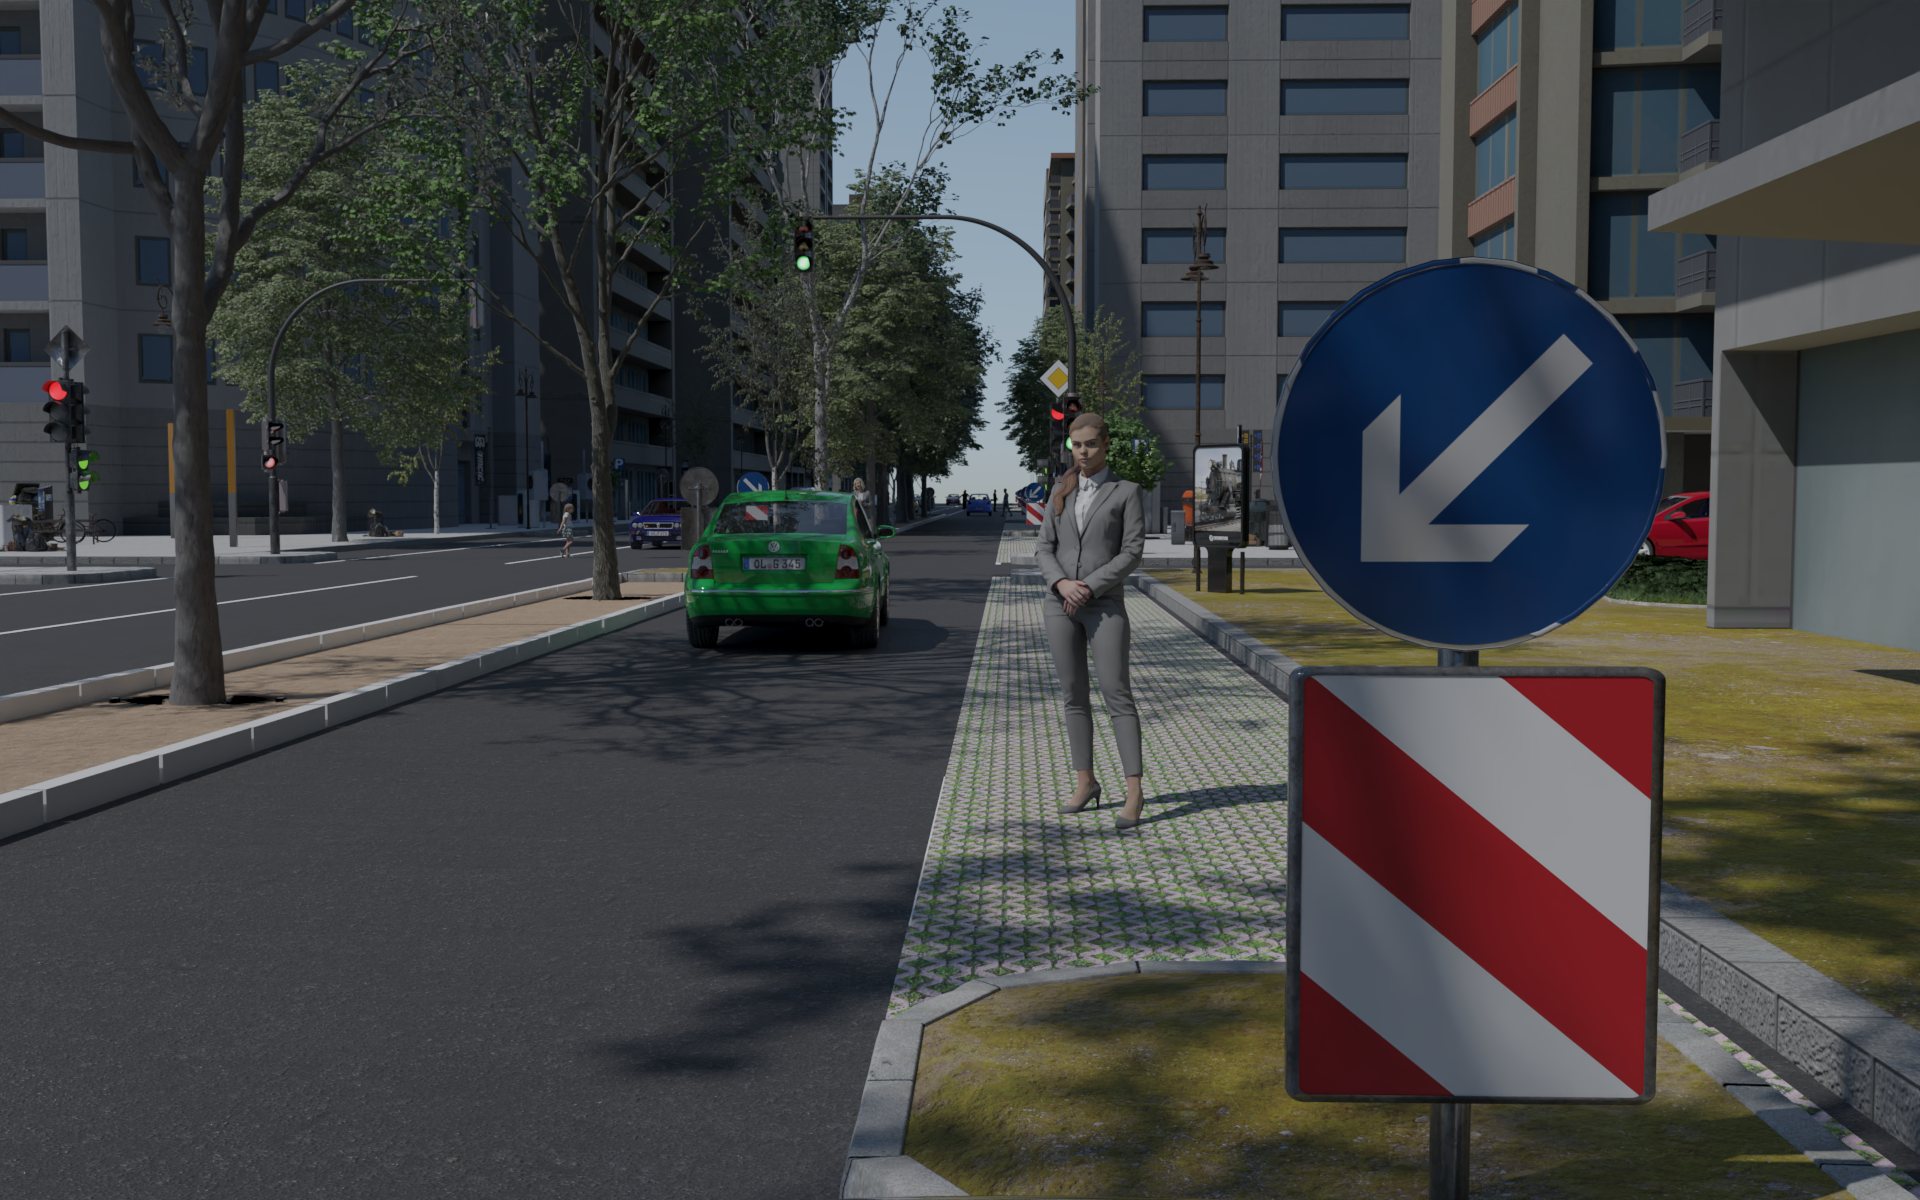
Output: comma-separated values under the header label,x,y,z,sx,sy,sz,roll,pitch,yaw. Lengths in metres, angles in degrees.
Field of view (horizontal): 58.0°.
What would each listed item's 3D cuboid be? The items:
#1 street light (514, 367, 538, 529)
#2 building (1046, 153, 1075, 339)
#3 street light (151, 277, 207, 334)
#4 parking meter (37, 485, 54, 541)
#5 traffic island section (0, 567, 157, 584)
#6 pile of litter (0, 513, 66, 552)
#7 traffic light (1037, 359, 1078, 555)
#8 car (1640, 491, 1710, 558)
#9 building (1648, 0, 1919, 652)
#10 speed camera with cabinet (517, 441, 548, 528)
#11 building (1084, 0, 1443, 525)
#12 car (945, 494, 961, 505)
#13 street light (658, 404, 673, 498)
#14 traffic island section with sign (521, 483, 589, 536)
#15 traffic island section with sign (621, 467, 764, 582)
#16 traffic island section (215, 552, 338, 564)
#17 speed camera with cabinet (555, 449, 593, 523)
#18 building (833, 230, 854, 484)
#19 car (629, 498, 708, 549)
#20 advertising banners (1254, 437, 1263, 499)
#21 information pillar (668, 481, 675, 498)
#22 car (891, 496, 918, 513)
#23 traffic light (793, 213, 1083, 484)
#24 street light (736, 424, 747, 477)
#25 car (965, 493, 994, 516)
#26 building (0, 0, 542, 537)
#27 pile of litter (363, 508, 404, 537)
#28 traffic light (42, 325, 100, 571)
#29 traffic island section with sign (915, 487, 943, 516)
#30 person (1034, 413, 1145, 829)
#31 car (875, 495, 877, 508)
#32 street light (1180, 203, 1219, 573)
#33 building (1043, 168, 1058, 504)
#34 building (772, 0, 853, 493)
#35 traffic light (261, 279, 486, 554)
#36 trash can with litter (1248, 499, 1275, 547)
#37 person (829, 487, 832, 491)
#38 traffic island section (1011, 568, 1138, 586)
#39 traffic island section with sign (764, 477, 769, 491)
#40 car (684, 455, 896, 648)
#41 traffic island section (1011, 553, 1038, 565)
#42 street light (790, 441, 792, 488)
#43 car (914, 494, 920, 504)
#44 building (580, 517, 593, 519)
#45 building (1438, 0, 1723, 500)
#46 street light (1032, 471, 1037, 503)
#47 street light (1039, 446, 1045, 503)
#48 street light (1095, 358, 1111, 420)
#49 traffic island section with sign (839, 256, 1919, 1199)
label,x,y,z,sx,sy,sz,roll,pitch,yaw
street light,-15.730,-5.514,62.941,0.468,5.910,1.993,0,4,2
building,22.086,-34.487,218.494,22.147,44.769,28.867,0,4,2
street light,-16.652,-3.932,37.071,0.468,5.910,1.993,0,4,2
parking meter,-24.988,-2.380,47.328,0.372,1.533,0.369,0,3,0
traffic island section,-14.844,-0.406,28.920,2.009,0.180,2.903,0,4,2
pile of litter,-20.883,-1.521,38.830,1.719,0.858,1.176,2,4,25
traffic light,2.040,-2.897,36.285,0.839,4.253,0.868,0,4,2
car,13.748,-1.442,32.611,4.494,1.783,2.155,0,4,3
building,17.881,-25.276,2.498,28.713,52.752,27.495,0,4,2
speed camera with cabinet,-16.210,-4.357,65.579,0.660,3.252,2.038,-2,4,-32
building,16.649,-33.153,84.048,21.231,58.520,28.212,0,4,2
car,-0.840,-13.250,225.672,2.155,1.783,4.494,0,4,4
street light,-15.085,-7.100,88.865,0.468,5.910,1.993,0,4,2
traffic island section with sign,-13.920,-3.130,59.796,1.989,1.847,2.006,0,4,2
traffic island section with sign,-4.457,-1.266,28.843,2.006,1.907,1.989,0,4,2
traffic island section,-14.604,-0.894,36.901,2.009,0.180,2.903,0,4,2
speed camera with cabinet,-16.875,-5.003,76.142,0.660,3.252,2.038,2,4,32
building,-28.365,-32.858,229.112,32.217,40.220,23.993,0,4,2
car,-7.645,-2.056,46.193,1.945,1.354,3.894,0,4,2
advertising banners,9.412,-3.573,54.607,0.090,3.025,2.074,0,4,4
information pillar,-16.100,-5.643,96.756,0.304,2.012,0.304,0,4,5
car,-4.103,-7.349,130.376,2.015,1.641,3.980,0,4,3
traffic light,-0.293,-3.276,28.224,4.771,5.953,1.251,0,4,2
street light,-14.321,-8.612,113.593,0.468,5.910,1.993,0,4,2
car,1.271,-6.419,114.539,1.945,1.707,3.694,0,4,1
building,-30.099,-31.932,64.086,21.231,58.520,28.212,0,4,2
pile of litter,-17.331,-2.331,52.072,1.176,0.858,1.719,-2,4,-23
traffic light,-14.804,-2.438,28.784,0.839,4.253,0.868,0,4,2
traffic island section with sign,-1.981,-6.313,111.352,2.006,1.907,1.989,0,4,2
person,0.563,0.071,7.611,0.520,1.790,0.573,1,4,11
car,-7.789,-9.014,159.746,2.083,1.381,4.827,0,4,4
street light,3.836,-3.369,27.878,0.468,5.910,1.993,0,4,2
building,22.559,-37.955,244.262,21.300,48.544,21.600,0,4,2
building,-23.528,-46.942,205.752,20.563,71.187,20.611,0,4,2
traffic light,-12.471,-3.796,36.738,4.771,5.953,1.251,0,4,2
trash can with litter,7.313,-1.900,42.445,0.624,1.170,1.055,2,4,25
person,-7.846,-5.943,105.586,0.656,1.842,0.836,1,4,20
traffic island section,1.840,-0.375,28.416,2.009,0.180,2.903,0,4,2
traffic island section with sign,-4.226,-1.719,36.246,2.006,1.907,1.989,0,4,2
car,-1.648,-0.535,17.541,1.959,1.807,4.718,0,3,0
traffic island section,2.079,-0.863,36.397,2.009,0.180,2.903,0,4,2
street light,-13.558,-10.170,139.062,0.468,5.910,1.993,0,4,2
car,-6.001,-13.347,228.006,2.009,1.686,4.222,0,4,0
building,-28.794,-28.961,97.211,21.300,48.544,21.600,0,4,2
building,27.199,-24.049,47.821,28.867,44.769,22.147,0,4,2
street light,9.661,-15.059,218.995,0.468,5.910,1.993,0,4,2
street light,7.865,-11.548,161.594,0.468,5.910,1.993,0,4,2
street light,4.850,-5.267,58.899,0.468,5.910,1.993,0,4,2
traffic island section with sign,0.775,0.301,3.705,1.989,1.847,2.006,0,4,2
